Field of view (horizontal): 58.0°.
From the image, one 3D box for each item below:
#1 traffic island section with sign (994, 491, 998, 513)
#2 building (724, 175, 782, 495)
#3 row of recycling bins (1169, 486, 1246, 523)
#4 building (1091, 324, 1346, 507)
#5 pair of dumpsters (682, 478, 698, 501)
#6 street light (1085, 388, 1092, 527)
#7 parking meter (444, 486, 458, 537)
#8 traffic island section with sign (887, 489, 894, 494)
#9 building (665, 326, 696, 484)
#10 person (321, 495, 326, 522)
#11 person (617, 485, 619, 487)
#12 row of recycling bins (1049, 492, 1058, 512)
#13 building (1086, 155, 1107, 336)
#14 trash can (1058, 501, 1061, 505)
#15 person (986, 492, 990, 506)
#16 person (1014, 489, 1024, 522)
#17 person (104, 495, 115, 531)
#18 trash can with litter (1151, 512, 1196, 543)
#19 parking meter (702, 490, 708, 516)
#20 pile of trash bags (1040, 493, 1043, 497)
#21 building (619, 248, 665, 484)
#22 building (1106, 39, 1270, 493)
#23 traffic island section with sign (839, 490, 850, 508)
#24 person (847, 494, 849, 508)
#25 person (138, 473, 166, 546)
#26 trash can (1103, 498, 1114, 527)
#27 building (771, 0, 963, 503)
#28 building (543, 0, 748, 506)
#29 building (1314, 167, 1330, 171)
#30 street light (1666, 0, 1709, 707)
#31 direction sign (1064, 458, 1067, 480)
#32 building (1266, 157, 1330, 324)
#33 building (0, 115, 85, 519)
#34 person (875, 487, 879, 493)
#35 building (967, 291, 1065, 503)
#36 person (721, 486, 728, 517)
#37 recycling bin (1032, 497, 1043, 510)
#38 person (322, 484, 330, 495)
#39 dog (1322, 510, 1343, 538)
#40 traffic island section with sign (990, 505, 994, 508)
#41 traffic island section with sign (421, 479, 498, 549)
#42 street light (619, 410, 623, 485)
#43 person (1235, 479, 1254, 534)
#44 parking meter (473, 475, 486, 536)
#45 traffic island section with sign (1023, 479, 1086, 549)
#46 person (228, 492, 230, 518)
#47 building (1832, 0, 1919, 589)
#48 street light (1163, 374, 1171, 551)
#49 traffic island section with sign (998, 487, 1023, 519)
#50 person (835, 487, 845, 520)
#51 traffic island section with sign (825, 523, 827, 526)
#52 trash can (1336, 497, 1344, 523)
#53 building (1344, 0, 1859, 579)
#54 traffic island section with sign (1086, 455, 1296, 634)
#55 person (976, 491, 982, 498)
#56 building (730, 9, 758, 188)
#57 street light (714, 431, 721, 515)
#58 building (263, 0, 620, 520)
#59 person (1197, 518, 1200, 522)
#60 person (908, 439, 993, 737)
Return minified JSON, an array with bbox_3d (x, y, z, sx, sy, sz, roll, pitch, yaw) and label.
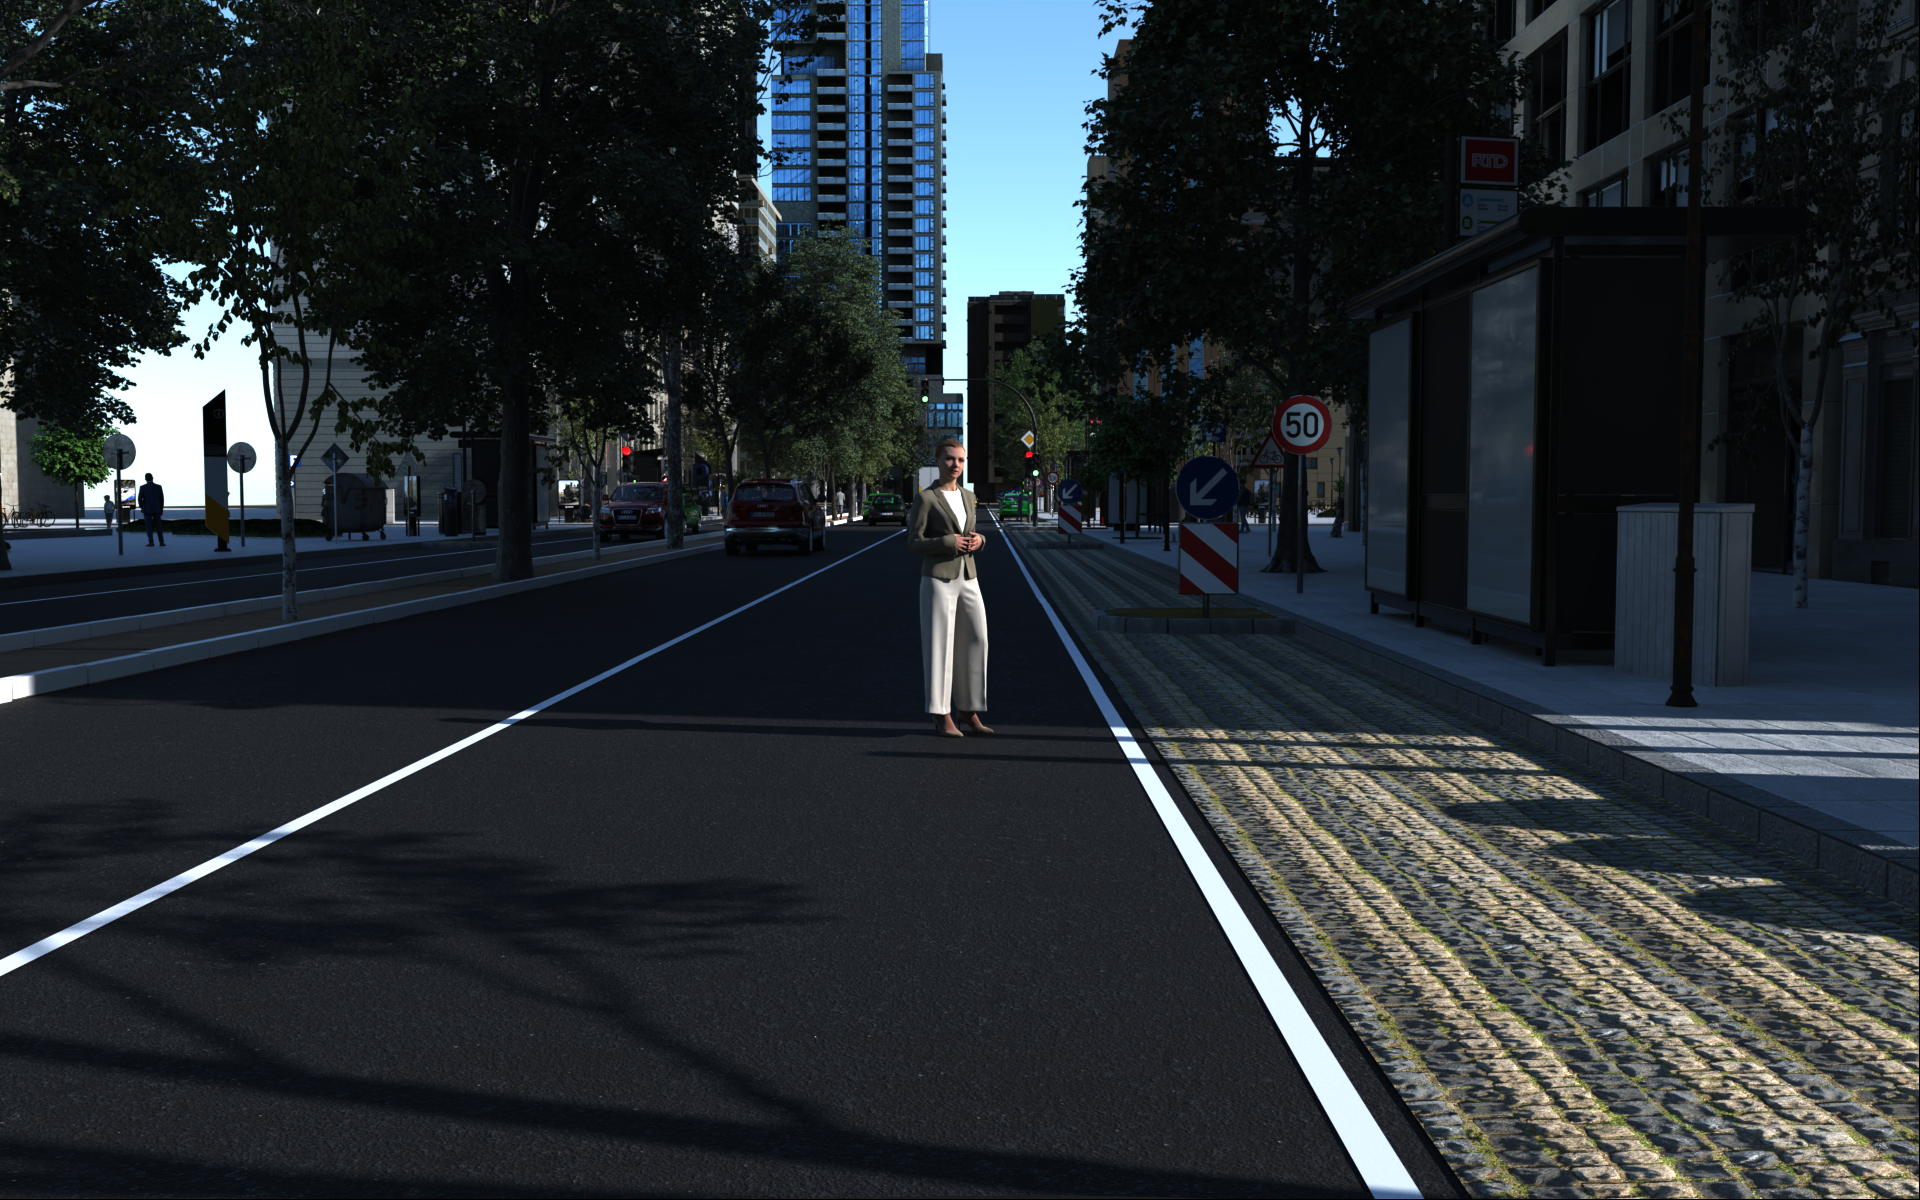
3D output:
[{"bbox_3d":[3.669,-7.308,128.116,1.989,1.847,2.006,0,4,1],"label":"traffic island section with sign"},{"bbox_3d":[-33.807,-31.287,203.419,23.993,40.220,32.217,0,4,1],"label":"building"},{"bbox_3d":[11.077,-4.301,77.435,3.534,1.692,1.069,-1,4,-11],"label":"row of recycling bins"},{"bbox_3d":[28.186,-21.144,190.739,27.650,21.520,28.899,0,4,1],"label":"building"},{"bbox_3d":[-16.674,-6.147,103.003,1.574,2.255,4.437,0,4,1],"label":"pair of dumpsters"},{"bbox_3d":[4.993,-5.762,67.000,0.468,5.910,1.993,0,4,1],"label":"street light"},{"bbox_3d":[-15.393,-2.689,52.373,0.372,1.533,0.369,0,3,0],"label":"parking meter"},{"bbox_3d":[-6.110,-8.762,151.386,2.006,1.907,1.989,0,4,1],"label":"traffic island section with sign"},{"bbox_3d":[-27.925,-16.951,141.771,10.561,19.102,19.286,0,4,1],"label":"building"},{"bbox_3d":[-24.531,-3.443,67.003,0.373,1.253,0.362,0,4,-8],"label":"person"},{"bbox_3d":[-19.457,-5.668,98.956,0.600,1.795,0.529,3,5,39],"label":"person"},{"bbox_3d":[7.434,-7.739,133.639,1.069,1.692,3.534,0,4,1],"label":"row of recycling bins"},{"bbox_3d":[22.360,-32.297,211.656,14.154,41.232,14.086,0,4,1],"label":"building"},{"bbox_3d":[6.845,-6.354,115.548,0.748,1.137,0.748,0,3,0],"label":"trash can"},{"bbox_3d":[3.431,-12.591,215.076,0.721,1.743,1.217,-1,4,-19],"label":"person"},{"bbox_3d":[3.032,-4.953,89.757,0.573,1.790,0.520,-1,4,-10],"label":"person"},{"bbox_3d":[-29.588,-3.029,60.256,0.332,1.250,0.352,1,4,9],"label":"person"},{"bbox_3d":[6.072,-2.101,45.401,1.678,1.210,2.233,-1,4,-12],"label":"trash can with litter"},{"bbox_3d":[-14.901,-5.676,101.208,0.372,1.533,0.369,0,3,0],"label":"parking meter"},{"bbox_3d":[7.094,-8.159,143.147,1.912,1.369,3.447,1,4,13],"label":"pile of trash bags"},{"bbox_3d":[-27.794,-16.442,123.581,10.420,20.320,16.860,0,4,1],"label":"building"},{"bbox_3d":[21.707,-31.710,168.575,14.600,45.320,14.200,0,4,1],"label":"building"},{"bbox_3d":[-11.601,-10.393,178.548,1.989,1.847,2.006,0,4,1],"label":"traffic island section with sign"},{"bbox_3d":[-11.050,-9.835,172.530,0.599,1.433,0.991,-1,4,-19],"label":"person"},{"bbox_3d":[-19.787,-2.215,42.448,0.419,1.800,0.721,3,5,42],"label":"person"},{"bbox_3d":[5.859,-3.384,66.982,0.748,1.137,0.748,0,3,0],"label":"trash can"},{"bbox_3d":[-15.041,-57.469,252.296,31.000,86.520,22.319,0,4,1],"label":"building"},{"bbox_3d":[-36.034,-35.259,165.726,28.713,52.752,27.495,0,4,1],"label":"building"},{"bbox_3d":[55.719,-38.458,252.496,21.600,48.544,21.300,0,4,1],"label":"building"},{"bbox_3d":[4.372,-2.295,10.317,0.468,5.910,1.993,0,4,1],"label":"street light"},{"bbox_3d":[6.573,-6.775,102.766,0.876,3.537,0.379,3,4,37],"label":"direction sign"},{"bbox_3d":[39.042,-32.319,212.009,14.086,41.232,14.154,0,4,1],"label":"building"},{"bbox_3d":[-56.476,-14.347,89.328,16.860,20.320,10.420,0,4,1],"label":"building"},{"bbox_3d":[-4.485,-5.265,94.858,0.850,1.792,0.678,-1,4,-13],"label":"person"},{"bbox_3d":[7.949,-29.248,249.904,14.107,30.474,14.160,0,4,1],"label":"building"},{"bbox_3d":[-10.699,-4.290,78.985,0.444,1.785,0.601,-1,4,-10],"label":"person"},{"bbox_3d":[6.123,-7.577,136.442,0.722,1.027,0.722,-1,4,-19],"label":"recycling bin"},{"bbox_3d":[-29.083,-4.504,79.771,0.616,1.811,0.778,0,4,-6],"label":"person"},{"bbox_3d":[11.044,-2.255,51.250,0.800,0.831,0.513,-1,4,-21],"label":"dog"},{"bbox_3d":[4.224,-10.373,178.228,1.989,1.847,2.006,0,4,1],"label":"traffic island section with sign"},{"bbox_3d":[-13.080,-2.297,46.181,1.989,1.847,2.006,0,4,1],"label":"traffic island section with sign"},{"bbox_3d":[-15.054,-6.361,76.796,0.468,5.910,1.993,0,4,1],"label":"street light"},{"bbox_3d":[9.190,-3.049,56.245,0.721,1.781,0.623,1,4,17],"label":"person"},{"bbox_3d":[-14.870,-2.924,53.517,0.399,1.863,0.255,-1,4,-18],"label":"parking meter"},{"bbox_3d":[2.742,-2.261,45.590,1.989,1.847,2.006,0,4,1],"label":"traffic island section with sign"},{"bbox_3d":[-28.153,-3.676,66.104,0.622,1.834,0.822,2,4,35],"label":"person"},{"bbox_3d":[17.559,-10.216,16.182,9.793,20.994,18.267,0,4,1],"label":"building"},{"bbox_3d":[4.656,-4.037,38.799,0.468,5.910,1.993,0,4,1],"label":"street light"},{"bbox_3d":[3.370,-5.660,101.163,1.989,1.847,2.006,0,4,1],"label":"traffic island section with sign"},{"bbox_3d":[-6.688,-5.315,95.602,0.606,1.804,0.583,-2,4,-33],"label":"person"},{"bbox_3d":[-6.942,-4.166,76.252,2.006,1.907,1.989,0,4,1],"label":"traffic island section with sign"},{"bbox_3d":[17.078,-3.988,76.855,0.748,1.137,0.748,0,3,0],"label":"trash can"},{"bbox_3d":[22.710,-14.532,42.119,19.350,26.468,34.151,0,4,1],"label":"building"},{"bbox_3d":[2.441,-0.606,18.536,1.989,1.847,2.006,0,4,1],"label":"traffic island section with sign"},{"bbox_3d":[2.423,-13.427,228.058,0.705,1.821,1.348,-2,4,-33],"label":"person"},{"bbox_3d":[-40.903,-49.781,252.174,20.611,71.187,20.563,0,4,1],"label":"building"},{"bbox_3d":[-14.673,-8.087,105.003,0.468,5.910,1.993,0,4,1],"label":"street light"},{"bbox_3d":[-28.024,-19.676,99.189,11.434,29.767,29.804,0,4,1],"label":"building"},{"bbox_3d":[9.709,-3.721,71.151,0.589,1.601,0.330,-1,4,-11],"label":"person"},{"bbox_3d":[-0.040,-0.072,10.227,0.519,1.759,0.362,-3,4,-38],"label":"person"}]
